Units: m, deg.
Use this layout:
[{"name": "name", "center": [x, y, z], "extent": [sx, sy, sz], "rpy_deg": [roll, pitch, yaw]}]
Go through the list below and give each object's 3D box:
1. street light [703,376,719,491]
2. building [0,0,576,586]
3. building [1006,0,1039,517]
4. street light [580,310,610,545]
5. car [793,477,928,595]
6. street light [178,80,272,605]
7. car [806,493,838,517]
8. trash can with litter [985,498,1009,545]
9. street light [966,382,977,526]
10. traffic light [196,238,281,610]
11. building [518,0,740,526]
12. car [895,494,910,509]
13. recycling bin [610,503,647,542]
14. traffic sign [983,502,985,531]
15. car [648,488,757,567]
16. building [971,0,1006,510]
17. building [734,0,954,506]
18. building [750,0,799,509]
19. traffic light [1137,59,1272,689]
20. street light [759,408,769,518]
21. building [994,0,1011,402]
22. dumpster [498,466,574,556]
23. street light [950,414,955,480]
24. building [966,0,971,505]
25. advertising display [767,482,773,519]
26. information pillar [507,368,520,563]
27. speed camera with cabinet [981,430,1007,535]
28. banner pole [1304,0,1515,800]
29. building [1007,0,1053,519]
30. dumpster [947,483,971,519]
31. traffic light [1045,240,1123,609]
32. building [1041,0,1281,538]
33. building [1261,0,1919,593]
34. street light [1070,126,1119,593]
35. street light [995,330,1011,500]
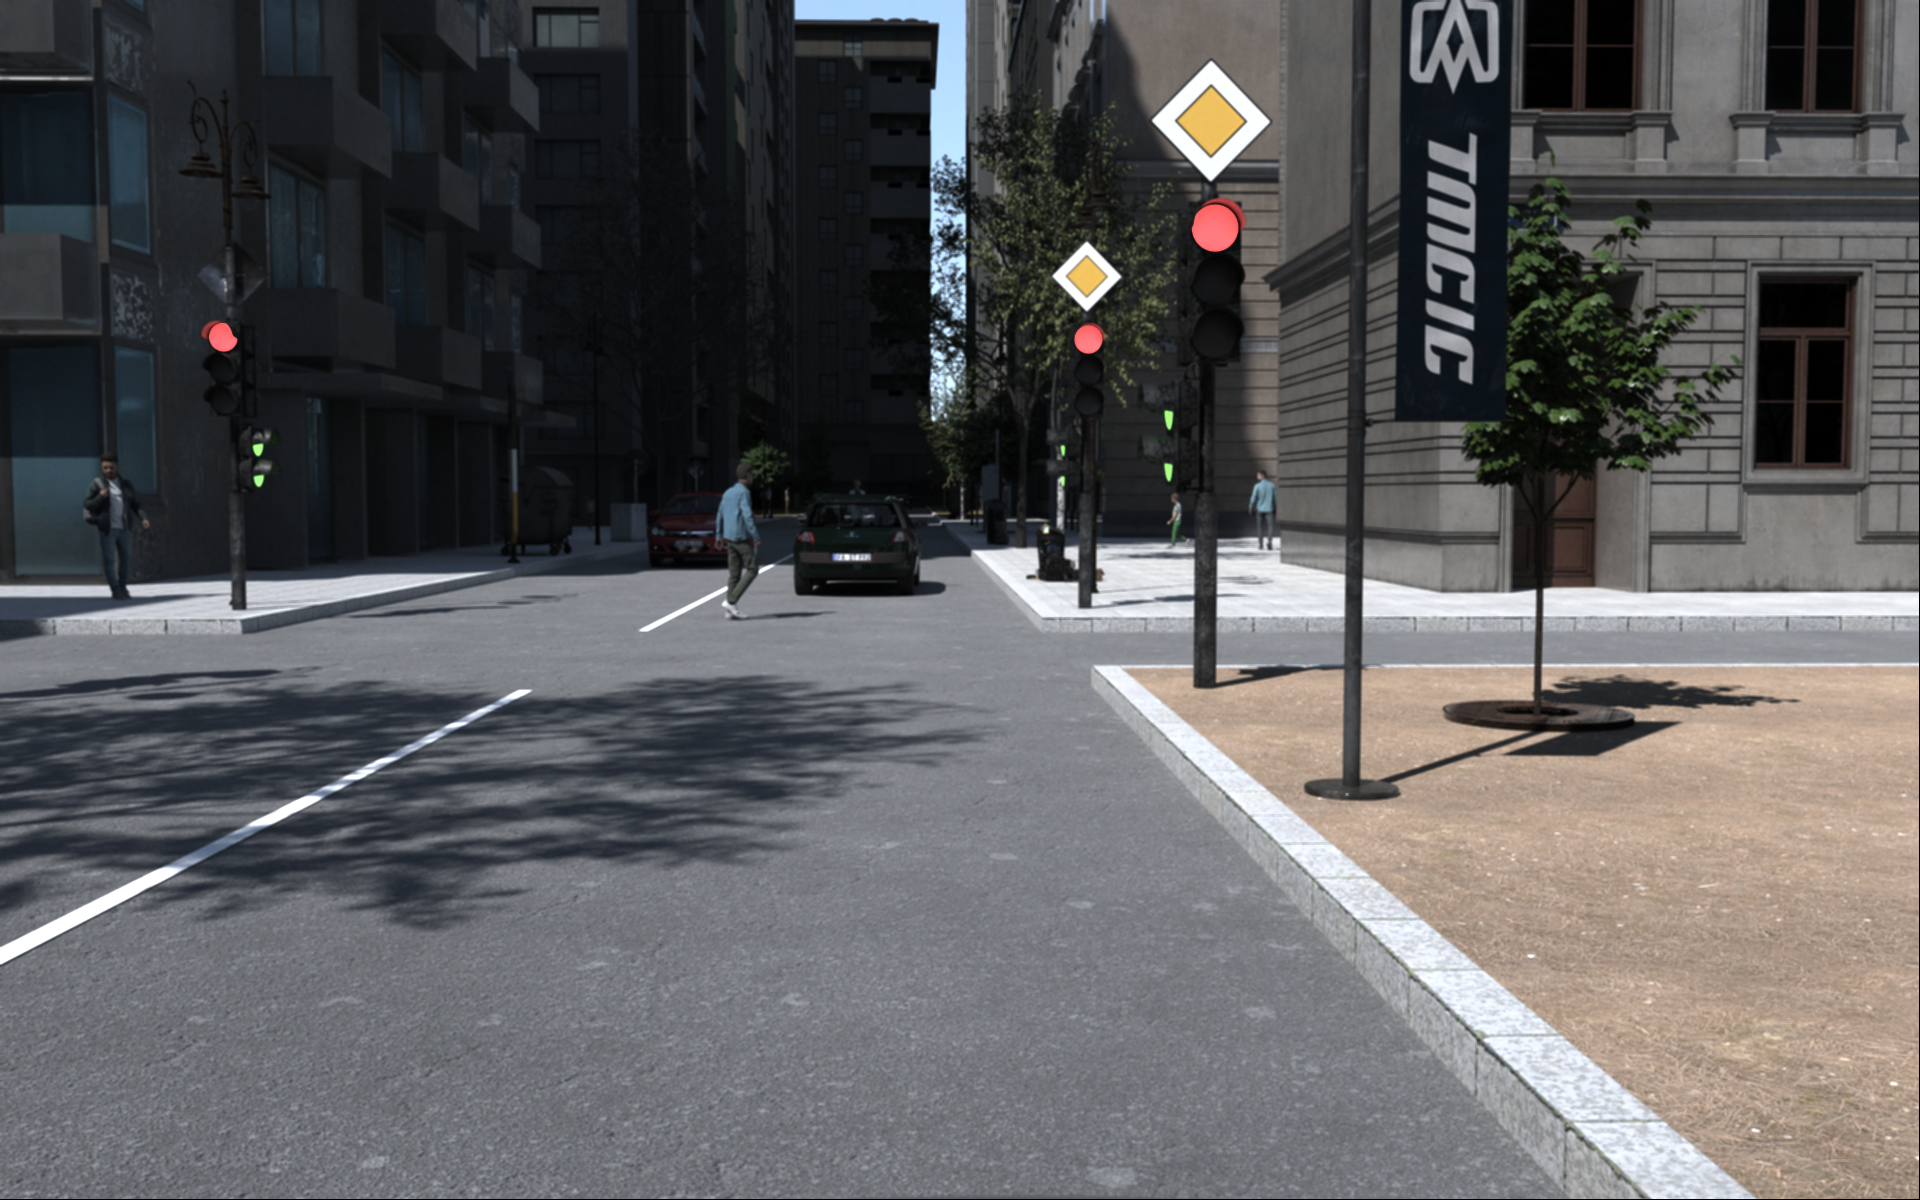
[{"name": "street light", "center": [-9.753, -5.818, 67.916], "extent": [0.468, 5.910, 1.993], "rpy_deg": [0, 4, -2]}, {"name": "building", "center": [-21.681, -25.421, 35.238], "extent": [23.786, 49.044, 30.456], "rpy_deg": [0, 4, -2]}, {"name": "building", "center": [9.706, -20.326, 104.032], "extent": [14.160, 30.474, 14.107], "rpy_deg": [0, 4, -2]}, {"name": "street light", "center": [-9.149, -4.329, 43.567], "extent": [0.468, 5.910, 1.993], "rpy_deg": [0, 4, -2]}, {"name": "car", "center": [-1.490, -0.989, 25.959], "extent": [2.009, 1.686, 4.222], "rpy_deg": [0, 4, 0]}, {"name": "street light", "center": [-8.386, -2.883, 19.920], "extent": [0.468, 5.910, 1.993], "rpy_deg": [0, 4, -2]}, {"name": "car", "center": [-6.843, -4.859, 88.240], "extent": [1.959, 1.807, 4.718], "rpy_deg": [0, 4, -1]}, {"name": "trash can with litter", "center": [1.030, -2.006, 44.179], "extent": [0.624, 1.170, 1.055], "rpy_deg": [-1, 4, -16]}, {"name": "street light", "center": [0.489, -5.975, 70.480], "extent": [0.468, 5.910, 1.993], "rpy_deg": [0, 4, -2]}, {"name": "traffic light", "center": [-7.972, -1.844, 19.078], "extent": [0.839, 4.253, 0.868], "rpy_deg": [0, 4, -2]}, {"name": "building", "center": [-17.203, -23.859, 73.690], "extent": [14.154, 41.232, 14.086], "rpy_deg": [0, 4, -2]}, {"name": "car", "center": [-5.736, -9.649, 169.551], "extent": [2.131, 1.459, 4.920], "rpy_deg": [0, 4, -2]}, {"name": "recycling bin", "center": [-8.959, -2.096, 46.828], "extent": [0.722, 1.027, 0.722], "rpy_deg": [1, 4, 23]}, {"name": "traffic sign", "center": [0.843, -3.649, 59.770], "extent": [0.768, 2.556, 0.104], "rpy_deg": [0, 4, 2]}, {"name": "car", "center": [-5.242, -1.623, 35.584], "extent": [2.155, 1.783, 4.494], "rpy_deg": [0, 4, 0]}, {"name": "building", "center": [11.480, -37.318, 152.153], "extent": [21.231, 58.520, 28.212], "rpy_deg": [0, 4, -2]}, {"name": "building", "center": [-14.124, -37.006, 194.290], "extent": [27.495, 52.752, 28.713], "rpy_deg": [0, 4, -2]}, {"name": "building", "center": [-25.711, -43.904, 156.087], "extent": [20.611, 71.187, 20.563], "rpy_deg": [0, 4, -2]}, {"name": "traffic light", "center": [1.604, -1.373, 11.367], "extent": [0.839, 4.253, 0.868], "rpy_deg": [0, 4, -2]}, {"name": "street light", "center": [-10.378, -7.280, 91.812], "extent": [0.468, 5.910, 1.993], "rpy_deg": [0, 4, -2]}, {"name": "building", "center": [16.479, -32.747, 124.653], "extent": [28.713, 52.752, 27.495], "rpy_deg": [0, 4, -2]}, {"name": "dumpster", "center": [-8.918, -1.876, 36.430], "extent": [1.264, 1.857, 1.865], "rpy_deg": [0, 4, -1]}, {"name": "street light", "center": [-0.306, -7.421, 94.126], "extent": [0.468, 5.910, 1.993], "rpy_deg": [0, 4, -2]}, {"name": "building", "center": [11.107, -45.996, 190.291], "extent": [20.611, 71.187, 20.563], "rpy_deg": [0, 4, -2]}, {"name": "advertising display", "center": [-9.901, -5.212, 90.425], "extent": [0.123, 1.923, 0.974], "rpy_deg": [-1, 4, -18]}, {"name": "information pillar", "center": [-8.287, -2.492, 32.093], "extent": [0.183, 3.616, 0.504], "rpy_deg": [-1, 4, -22]}, {"name": "speed camera with cabinet", "center": [1.057, -3.643, 53.903], "extent": [0.660, 3.252, 2.038], "rpy_deg": [0, 4, 8]}, {"name": "banner pole", "center": [1.912, -1.058, 7.319], "extent": [0.863, 3.779, 0.401], "rpy_deg": [0, 4, 3]}, {"name": "building", "center": [9.964, -17.690, 82.743], "extent": [14.314, 27.812, 24.014], "rpy_deg": [0, 4, -2]}, {"name": "dumpster", "center": [-0.029, -5.068, 88.621], "extent": [1.264, 1.857, 1.865], "rpy_deg": [0, 4, -2]}, {"name": "traffic light", "center": [1.386, -1.861, 19.349], "extent": [0.839, 4.253, 0.868], "rpy_deg": [0, 4, -2]}, {"name": "building", "center": [10.132, -16.758, 59.892], "extent": [13.634, 28.700, 20.117], "rpy_deg": [0, 4, -2]}, {"name": "building", "center": [15.858, -11.674, 27.022], "extent": [21.152, 22.565, 11.583], "rpy_deg": [0, 4, -2]}, {"name": "street light", "center": [1.710, -3.026, 22.269], "extent": [0.468, 5.910, 1.993], "rpy_deg": [0, 4, -2]}, {"name": "street light", "center": [1.102, -4.529, 46.829], "extent": [0.468, 5.910, 1.993], "rpy_deg": [0, 4, -2]}]
